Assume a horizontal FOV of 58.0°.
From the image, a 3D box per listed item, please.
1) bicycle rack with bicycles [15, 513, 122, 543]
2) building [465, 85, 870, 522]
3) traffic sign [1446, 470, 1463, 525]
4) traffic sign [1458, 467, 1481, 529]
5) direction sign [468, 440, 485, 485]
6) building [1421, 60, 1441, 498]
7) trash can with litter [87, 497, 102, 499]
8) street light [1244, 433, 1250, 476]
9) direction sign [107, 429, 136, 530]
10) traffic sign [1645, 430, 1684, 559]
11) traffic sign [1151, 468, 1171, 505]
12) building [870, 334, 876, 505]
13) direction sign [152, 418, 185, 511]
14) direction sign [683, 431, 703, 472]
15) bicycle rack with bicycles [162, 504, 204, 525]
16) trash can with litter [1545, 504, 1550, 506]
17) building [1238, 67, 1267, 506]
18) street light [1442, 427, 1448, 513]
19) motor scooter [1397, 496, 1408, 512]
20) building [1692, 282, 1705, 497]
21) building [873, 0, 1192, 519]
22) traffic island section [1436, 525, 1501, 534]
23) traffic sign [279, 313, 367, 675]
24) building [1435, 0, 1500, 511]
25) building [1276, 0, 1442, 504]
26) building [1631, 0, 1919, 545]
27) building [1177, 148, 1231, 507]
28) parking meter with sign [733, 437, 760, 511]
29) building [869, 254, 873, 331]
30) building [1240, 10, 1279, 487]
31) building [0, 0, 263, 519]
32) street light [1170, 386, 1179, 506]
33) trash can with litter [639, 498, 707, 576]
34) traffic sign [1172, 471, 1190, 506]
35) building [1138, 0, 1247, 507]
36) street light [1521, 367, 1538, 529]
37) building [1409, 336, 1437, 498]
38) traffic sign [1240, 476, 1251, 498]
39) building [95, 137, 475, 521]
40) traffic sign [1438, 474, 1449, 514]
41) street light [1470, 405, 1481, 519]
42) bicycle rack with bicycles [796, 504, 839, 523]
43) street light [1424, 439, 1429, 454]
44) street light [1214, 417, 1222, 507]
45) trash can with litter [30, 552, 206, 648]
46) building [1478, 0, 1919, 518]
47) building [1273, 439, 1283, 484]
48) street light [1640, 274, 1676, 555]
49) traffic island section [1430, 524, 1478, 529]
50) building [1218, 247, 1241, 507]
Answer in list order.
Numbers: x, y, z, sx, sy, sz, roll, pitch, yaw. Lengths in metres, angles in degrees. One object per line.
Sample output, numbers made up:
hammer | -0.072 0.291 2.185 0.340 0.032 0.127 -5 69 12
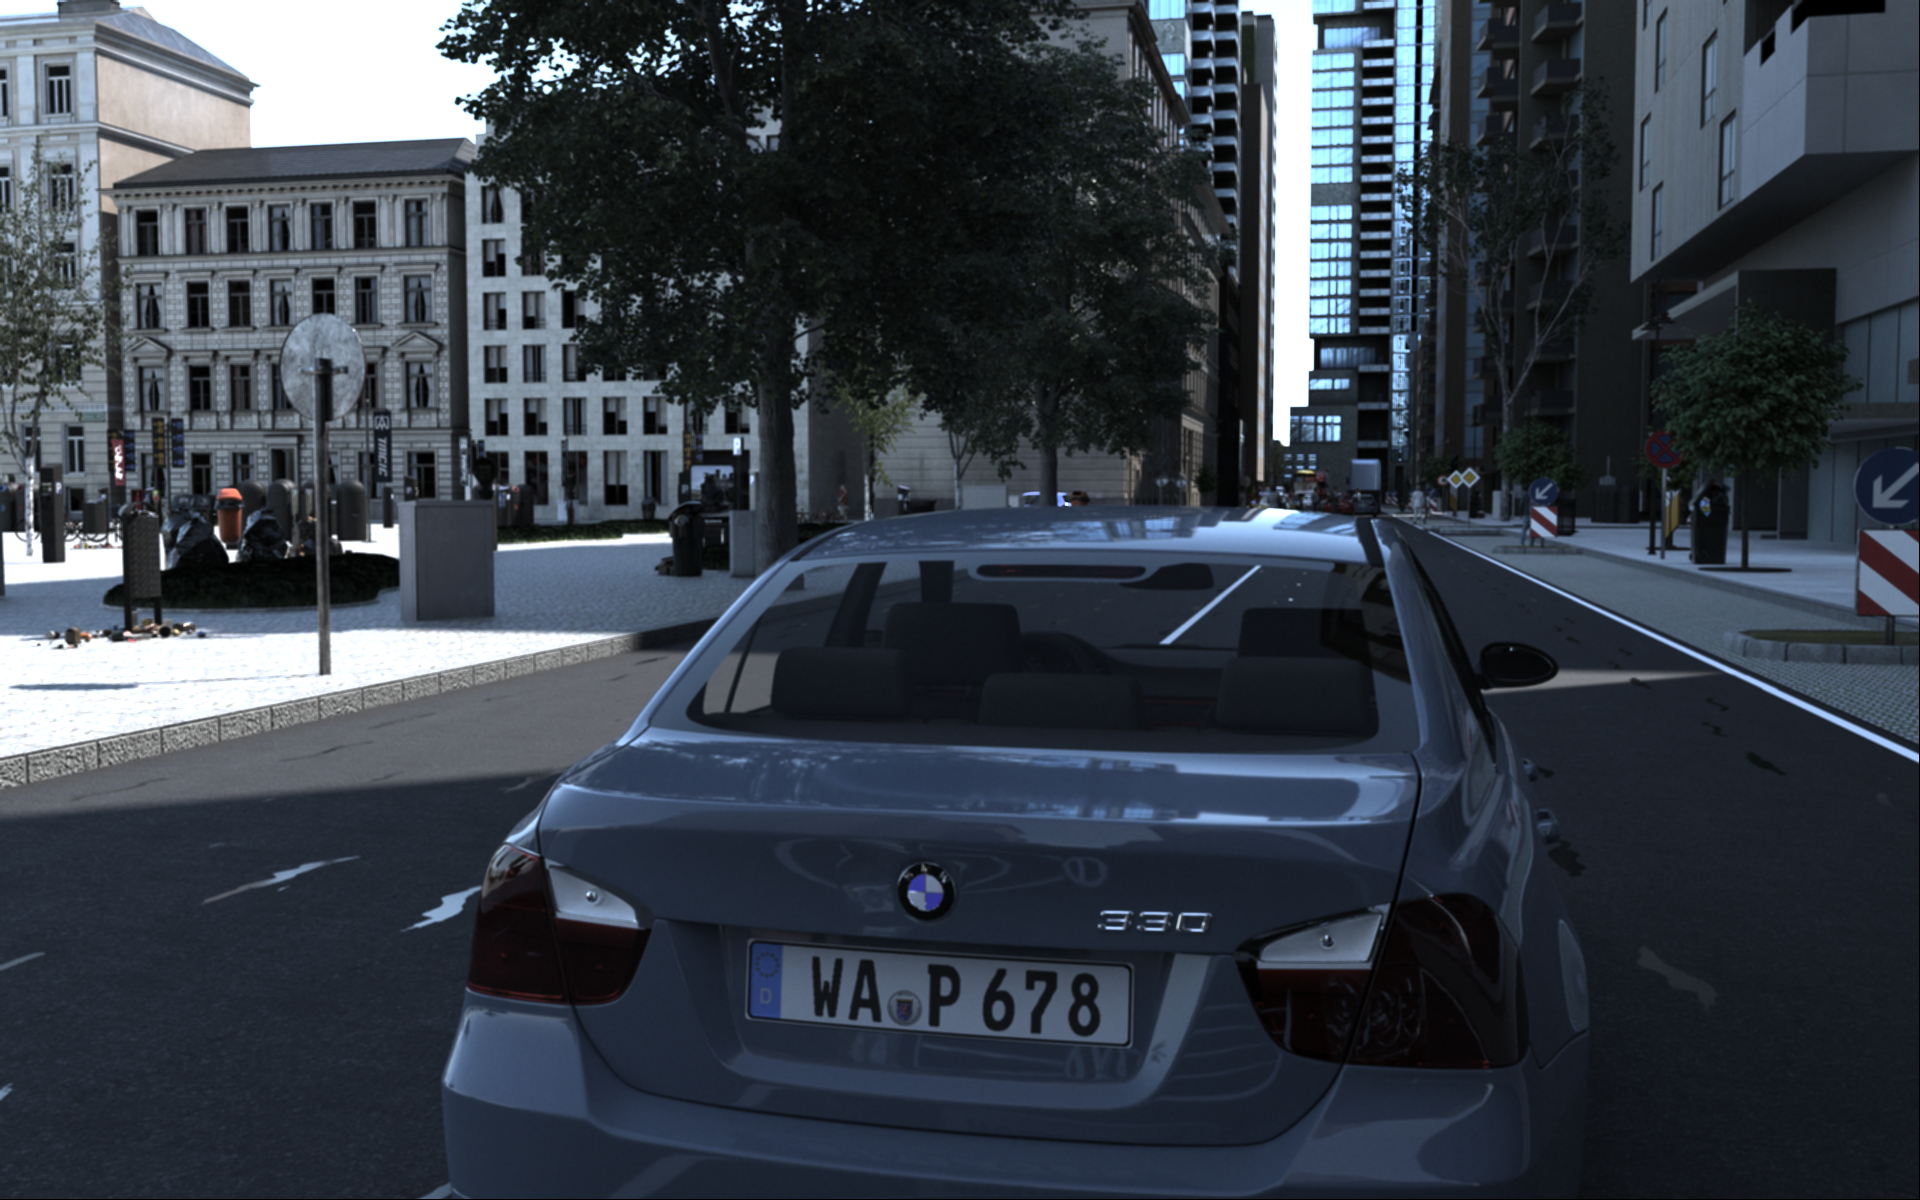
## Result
bicycle rack with bicycles | -23.803 -2.033 46.615 2.925 0.926 2.852 -1 4 -21
building | -13.934 -14.085 85.038 16.860 20.320 10.420 1 4 13
traffic sign | 20.507 -4.158 71.633 0.795 2.450 0.064 1 4 13
traffic sign | 18.764 -3.682 63.840 0.795 2.450 0.064 1 4 13
direction sign | -20.272 -4.935 72.690 0.876 3.537 0.379 2 4 29
building | 57.685 -31.625 171.696 22.147 44.769 28.867 1 4 13
trash can with litter | -20.011 -1.830 40.985 2.233 1.210 1.678 -3 5 -40
street light | 21.226 -9.531 128.625 0.468 5.910 1.993 1 4 13
direction sign | -29.332 -4.198 60.641 0.876 3.537 0.379 -1 4 -16
traffic sign | 13.868 -2.079 34.105 0.768 2.556 0.104 1 4 14
traffic sign | 7.697 -3.834 66.327 0.795 2.450 0.064 1 4 13
building | -4.106 -22.778 217.451 28.899 21.520 27.650 1 4 13
direction sign | -23.538 -3.642 51.546 0.876 3.537 0.379 -3 5 -39
direction sign | -9.592 -4.299 62.283 0.379 3.537 0.876 3 5 43
bicycle rack with bicycles | -27.470 -2.909 60.952 2.852 0.926 2.925 -1 4 -16
trash can with litter | 18.784 -2.727 55.975 0.624 1.170 1.055 1 4 13
building | 25.664 -32.839 187.026 14.600 45.320 14.200 1 4 13
street light | 32.709 -8.807 116.789 0.468 5.910 1.993 1 4 13
motor scooter | 33.391 -7.214 130.729 0.815 1.314 1.986 1 4 14
building | 48.972 -32.575 74.605 28.212 58.520 21.231 1 4 13
building | 4.380 -17.783 88.021 12.463 27.353 25.104 1 4 13
traffic island section | 18.789 -2.546 63.912 2.009 0.180 2.903 1 4 13
traffic sign | -4.509 -0.741 12.223 0.768 2.556 0.104 1 4 21
building | 44.885 -29.679 135.359 14.600 45.320 14.200 1 4 13
building | 59.690 -56.459 235.771 31.000 86.520 22.319 1 4 13
building | 33.729 -27.817 44.040 28.713 52.752 27.495 1 4 13
building | 8.893 -17.260 115.478 16.112 22.955 30.059 1 4 13
parking meter with sign | -6.133 -3.517 53.763 1.738 3.016 0.543 -2 4 -35
building | -10.627 -36.595 252.947 28.867 44.769 22.147 1 4 13
building | 24.405 -41.039 212.980 28.212 58.520 21.231 1 4 13
building | -50.859 -18.872 94.469 20.117 28.700 13.634 1 4 13
street light | 9.099 -6.213 74.374 0.468 5.910 1.993 1 4 13
trash can with litter | -4.452 -0.969 27.223 0.624 1.170 1.055 -3 5 -43
traffic sign | 9.440 -4.311 74.120 0.795 2.450 0.064 1 4 13
building | 16.576 -52.085 164.256 22.319 86.520 31.000 1 4 13
street light | 20.674 -5.518 63.007 0.468 5.910 1.993 1 4 13
building | 67.003 -21.750 200.650 27.650 21.520 28.899 1 4 13
traffic sign | 20.286 -7.522 123.084 0.768 2.556 0.104 1 4 17
building | -32.021 -13.707 88.735 19.286 19.102 10.561 1 4 13
traffic sign | 31.377 -6.869 112.417 0.768 2.556 0.104 1 4 14
street light | 26.816 -7.186 90.279 0.468 5.910 1.993 1 4 13
bicycle rack with bicycles | -6.021 -2.944 61.521 2.852 0.926 2.925 -3 4 -38
street light | 38.814 -10.473 144.023 0.468 5.910 1.993 1 4 13
street light | 15.110 -7.876 101.561 0.468 5.910 1.993 1 4 13
trash can with litter | -7.601 -0.267 15.425 1.678 1.210 2.233 0 4 4
building | 42.807 -27.479 103.910 22.147 44.769 28.867 1 4 13
building | 31.822 -40.180 246.186 27.495 52.752 28.713 1 4 13
street light | 14.666 -3.898 36.523 0.468 5.910 1.993 1 4 13
traffic island section | 20.532 -3.023 71.705 2.009 0.180 2.903 1 4 13
building | 15.529 -18.824 137.453 12.332 23.373 15.834 1 4 13
